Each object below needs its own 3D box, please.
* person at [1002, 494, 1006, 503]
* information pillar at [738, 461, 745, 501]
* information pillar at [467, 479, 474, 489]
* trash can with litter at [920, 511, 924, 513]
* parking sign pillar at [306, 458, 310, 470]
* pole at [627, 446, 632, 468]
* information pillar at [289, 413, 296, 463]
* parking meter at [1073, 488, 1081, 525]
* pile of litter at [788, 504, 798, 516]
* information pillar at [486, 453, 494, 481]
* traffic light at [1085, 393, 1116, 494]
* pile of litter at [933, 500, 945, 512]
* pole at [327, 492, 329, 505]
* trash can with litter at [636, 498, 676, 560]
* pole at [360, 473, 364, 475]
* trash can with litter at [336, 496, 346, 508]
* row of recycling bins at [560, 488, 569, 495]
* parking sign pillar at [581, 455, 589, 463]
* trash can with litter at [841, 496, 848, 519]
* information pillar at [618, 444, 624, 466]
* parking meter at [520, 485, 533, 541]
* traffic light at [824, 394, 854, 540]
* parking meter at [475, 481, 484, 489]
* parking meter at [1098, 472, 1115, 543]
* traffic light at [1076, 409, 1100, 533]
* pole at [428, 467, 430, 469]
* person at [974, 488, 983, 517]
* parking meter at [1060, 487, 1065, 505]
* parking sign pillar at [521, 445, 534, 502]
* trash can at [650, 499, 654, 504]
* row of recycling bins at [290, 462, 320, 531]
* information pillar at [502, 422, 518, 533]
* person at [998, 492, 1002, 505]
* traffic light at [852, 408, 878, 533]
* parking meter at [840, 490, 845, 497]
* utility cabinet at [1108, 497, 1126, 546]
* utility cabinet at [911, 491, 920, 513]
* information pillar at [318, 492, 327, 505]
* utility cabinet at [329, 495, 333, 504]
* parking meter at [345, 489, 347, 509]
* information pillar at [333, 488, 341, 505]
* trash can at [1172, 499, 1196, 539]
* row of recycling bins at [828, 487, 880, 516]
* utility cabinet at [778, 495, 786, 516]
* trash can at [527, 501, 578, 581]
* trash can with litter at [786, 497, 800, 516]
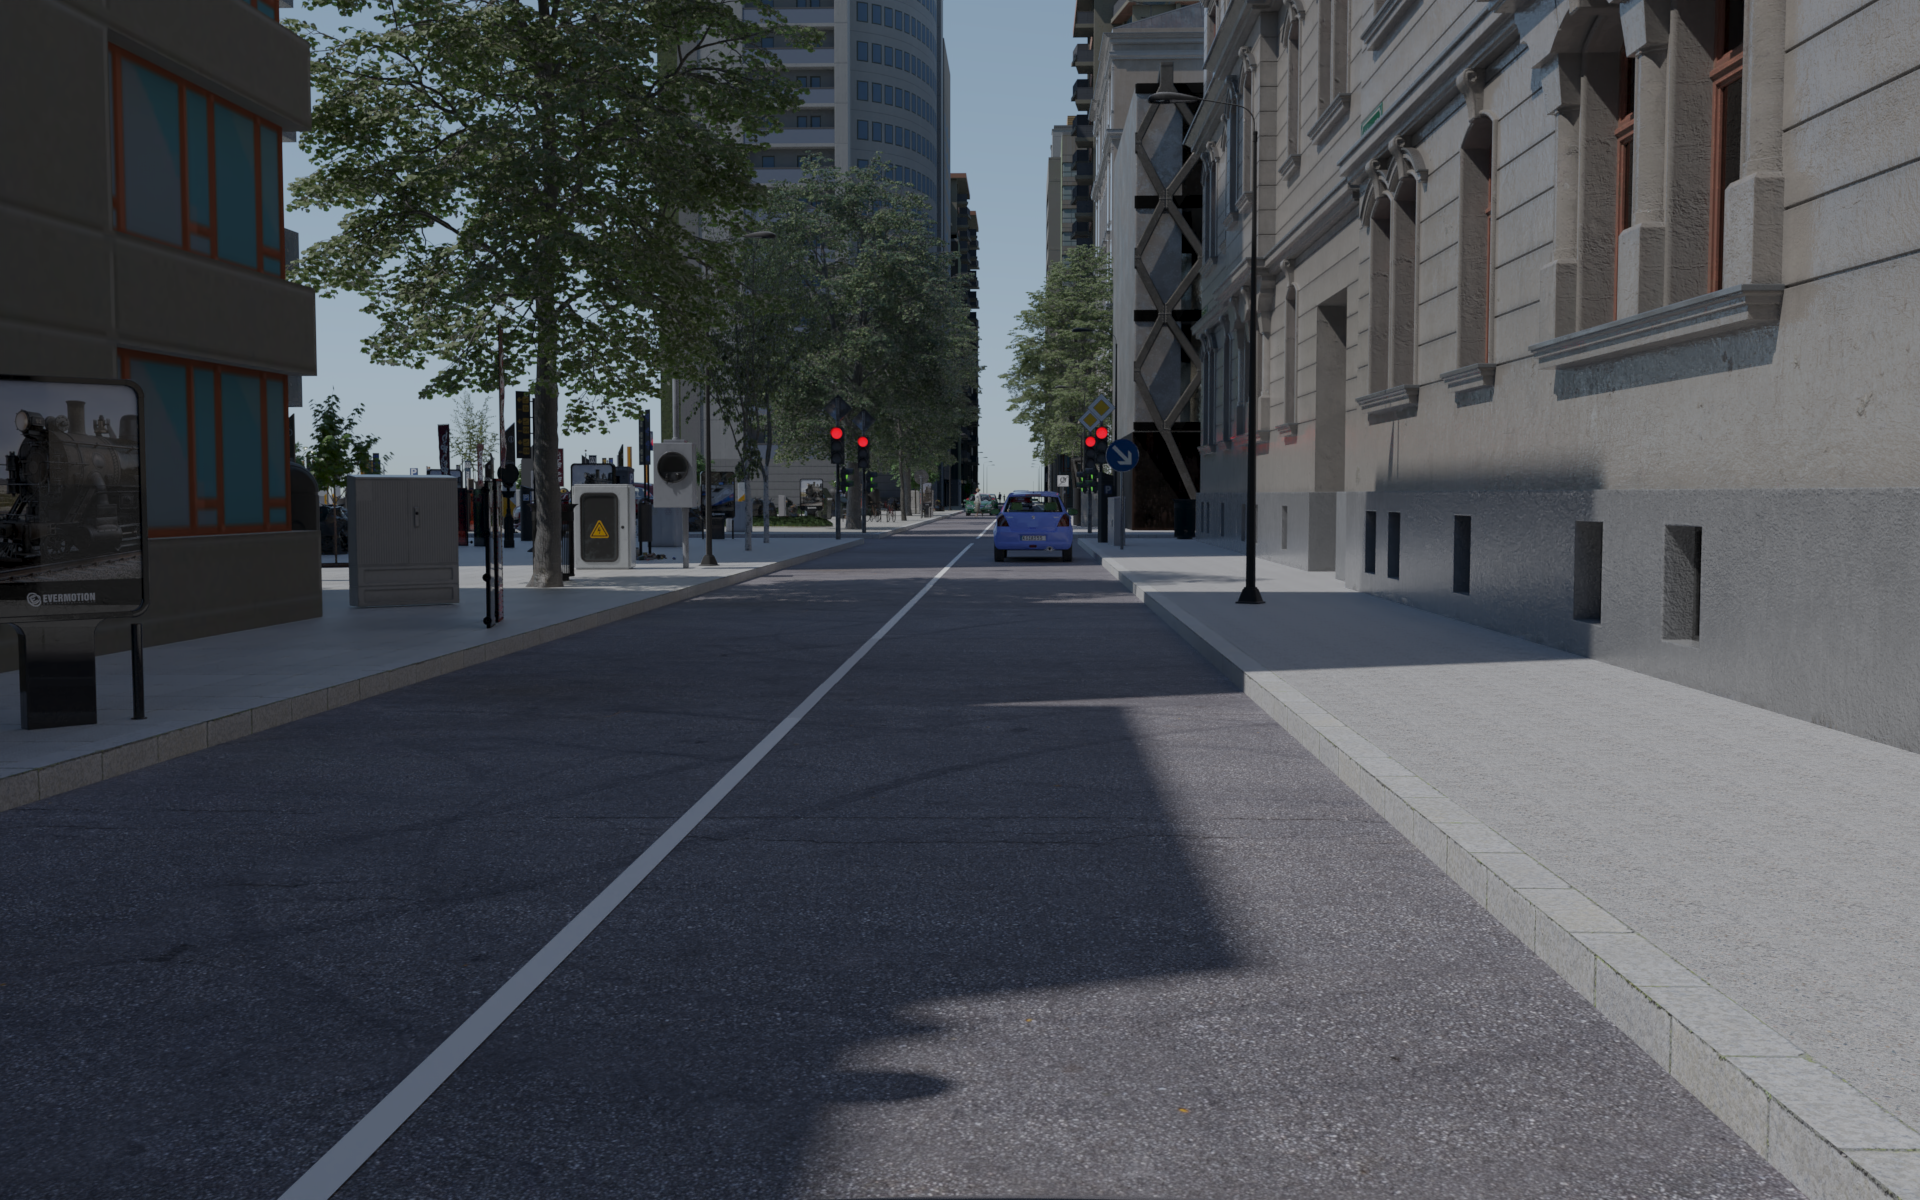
[{"bbox_3d":[6.985,-15.945,272.457,1.065,1.426,0.557,3,5,43],"label":"person"},{"bbox_3d":[-15.555,-8.059,123.114,0.504,3.616,0.183,-1,4,-17],"label":"information pillar"},{"bbox_3d":[-23.452,-4.805,83.057,0.304,2.012,0.304,-1,4,-22],"label":"information pillar"},{"bbox_3d":[-3.084,-6.552,118.177,2.233,1.210,1.678,-2,4,-24],"label":"trash can with litter"},{"bbox_3d":[-43.800,-7.865,117.062,1.447,3.967,1.447,0,4,-8],"label":"parking sign pillar"},{"bbox_3d":[-14.146,-4.916,74.213,0.158,3.312,0.155,0,3,0],"label":"pole"},{"bbox_3d":[-19.507,-3.605,50.292,0.504,3.616,0.183,0,4,5],"label":"information pillar"},{"bbox_3d":[4.824,-3.829,71.016,0.372,1.533,0.369,0,3,0],"label":"parking meter"},{"bbox_3d":[-7.667,-3.854,76.972,1.176,0.858,1.719,1,4,10],"label":"pile of litter"},{"bbox_3d":[-26.433,-6.516,97.894,0.183,3.616,0.504,0,4,1],"label":"information pillar"},{"bbox_3d":[3.935,-3.646,48.528,0.839,4.253,0.868,0,4,2],"label":"traffic light"},{"bbox_3d":[-1.836,-6.903,126.830,1.719,0.858,1.176,-2,4,-24],"label":"pile of litter"},{"bbox_3d":[-39.182,-6.930,107.148,0.158,3.312,0.155,0,3,0],"label":"pole"},{"bbox_3d":[-6.394,-1.394,33.844,1.678,1.210,2.233,1,4,10],"label":"trash can with litter"},{"bbox_3d":[-29.562,-5.616,85.660,0.158,3.312,0.155,0,3,0],"label":"pole"},{"bbox_3d":[-28.764,-4.215,79.979,2.233,1.210,1.678,2,4,29],"label":"trash can with litter"},{"bbox_3d":[-24.392,-6.403,111.796,3.534,1.692,1.069,1,4,19],"label":"row of recycling bins"},{"bbox_3d":[-25.258,-7.973,118.824,1.447,3.967,1.447,-2,4,-29],"label":"parking sign pillar"},{"bbox_3d":[-5.836,-4.769,89.366,0.624,1.170,1.055,-2,4,-35],"label":"trash can with litter"},{"bbox_3d":[-15.829,-5.480,80.952,0.183,3.616,0.504,1,4,11],"label":"information pillar"},{"bbox_3d":[-11.829,-2.381,47.345,0.372,1.533,0.369,0,3,0],"label":"parking meter"},{"bbox_3d":[-3.422,-3.661,48.777,0.839,4.253,0.868,0,4,2],"label":"traffic light"},{"bbox_3d":[-21.574,-4.416,77.911,0.399,1.863,0.255,1,4,17],"label":"parking meter"},{"bbox_3d":[3.860,-2.448,45.742,0.399,1.863,0.255,-2,4,-24],"label":"parking meter"},{"bbox_3d":[4.223,-4.134,56.508,0.839,4.253,0.868,0,4,2],"label":"traffic light"},{"bbox_3d":[-39.424,-8.246,128.662,0.158,3.312,0.155,0,3,0],"label":"pole"},{"bbox_3d":[1.178,-6.077,108.092,0.641,1.798,0.478,0,4,-5],"label":"person"},{"bbox_3d":[6.782,-6.601,113.629,0.399,1.863,0.255,-2,4,-31],"label":"parking meter"},{"bbox_3d":[-22.727,-6.320,91.796,1.447,3.967,1.447,3,5,44],"label":"parking sign pillar"},{"bbox_3d":[-8.629,-2.322,49.615,0.748,1.137,0.748,0,3,0],"label":"trash can"},{"bbox_3d":[-9.913,-0.908,21.957,3.534,1.692,1.069,0,4,-3],"label":"row of recycling bins"},{"bbox_3d":[-14.692,-3.981,56.438,0.504,3.616,0.183,-3,5,-44],"label":"information pillar"},{"bbox_3d":[5.348,-13.606,231.876,0.541,1.710,0.530,-1,4,-16],"label":"person"},{"bbox_3d":[-3.134,-4.149,56.757,0.839,4.253,0.868,0,4,2],"label":"traffic light"},{"bbox_3d":[-6.331,-5.153,92.667,0.372,1.533,0.369,0,3,0],"label":"parking meter"},{"bbox_3d":[3.916,-1.972,43.411,0.306,1.237,1.020,0,4,-4],"label":"utility cabinet"},{"bbox_3d":[-3.206,-6.416,113.579,1.173,1.500,0.318,1,4,15],"label":"utility cabinet"},{"bbox_3d":[-34.290,-6.218,93.025,0.504,3.616,0.183,-1,4,-9],"label":"information pillar"},{"bbox_3d":[-47.306,-7.300,130.521,1.020,1.237,0.306,2,4,25],"label":"utility cabinet"},{"bbox_3d":[-47.103,-7.801,133.250,0.255,1.863,0.399,3,5,44],"label":"parking meter"},{"bbox_3d":[-36.602,-6.750,101.710,0.183,3.616,0.504,3,4,39],"label":"information pillar"},{"bbox_3d":[6.384,-2.294,49.165,0.748,1.137,0.748,0,3,0],"label":"trash can"},{"bbox_3d":[-6.232,-5.806,102.045,3.534,1.692,1.069,-3,4,-37],"label":"row of recycling bins"},{"bbox_3d":[-8.706,-4.512,84.927,0.306,1.237,1.020,0,4,-1],"label":"utility cabinet"},{"bbox_3d":[-6.031,-0.858,25.687,0.748,1.137,0.748,0,3,0],"label":"trash can"},{"bbox_3d":[-8.541,-4.680,87.907,1.055,1.170,0.624,-1,4,-19],"label":"trash can with litter"}]
